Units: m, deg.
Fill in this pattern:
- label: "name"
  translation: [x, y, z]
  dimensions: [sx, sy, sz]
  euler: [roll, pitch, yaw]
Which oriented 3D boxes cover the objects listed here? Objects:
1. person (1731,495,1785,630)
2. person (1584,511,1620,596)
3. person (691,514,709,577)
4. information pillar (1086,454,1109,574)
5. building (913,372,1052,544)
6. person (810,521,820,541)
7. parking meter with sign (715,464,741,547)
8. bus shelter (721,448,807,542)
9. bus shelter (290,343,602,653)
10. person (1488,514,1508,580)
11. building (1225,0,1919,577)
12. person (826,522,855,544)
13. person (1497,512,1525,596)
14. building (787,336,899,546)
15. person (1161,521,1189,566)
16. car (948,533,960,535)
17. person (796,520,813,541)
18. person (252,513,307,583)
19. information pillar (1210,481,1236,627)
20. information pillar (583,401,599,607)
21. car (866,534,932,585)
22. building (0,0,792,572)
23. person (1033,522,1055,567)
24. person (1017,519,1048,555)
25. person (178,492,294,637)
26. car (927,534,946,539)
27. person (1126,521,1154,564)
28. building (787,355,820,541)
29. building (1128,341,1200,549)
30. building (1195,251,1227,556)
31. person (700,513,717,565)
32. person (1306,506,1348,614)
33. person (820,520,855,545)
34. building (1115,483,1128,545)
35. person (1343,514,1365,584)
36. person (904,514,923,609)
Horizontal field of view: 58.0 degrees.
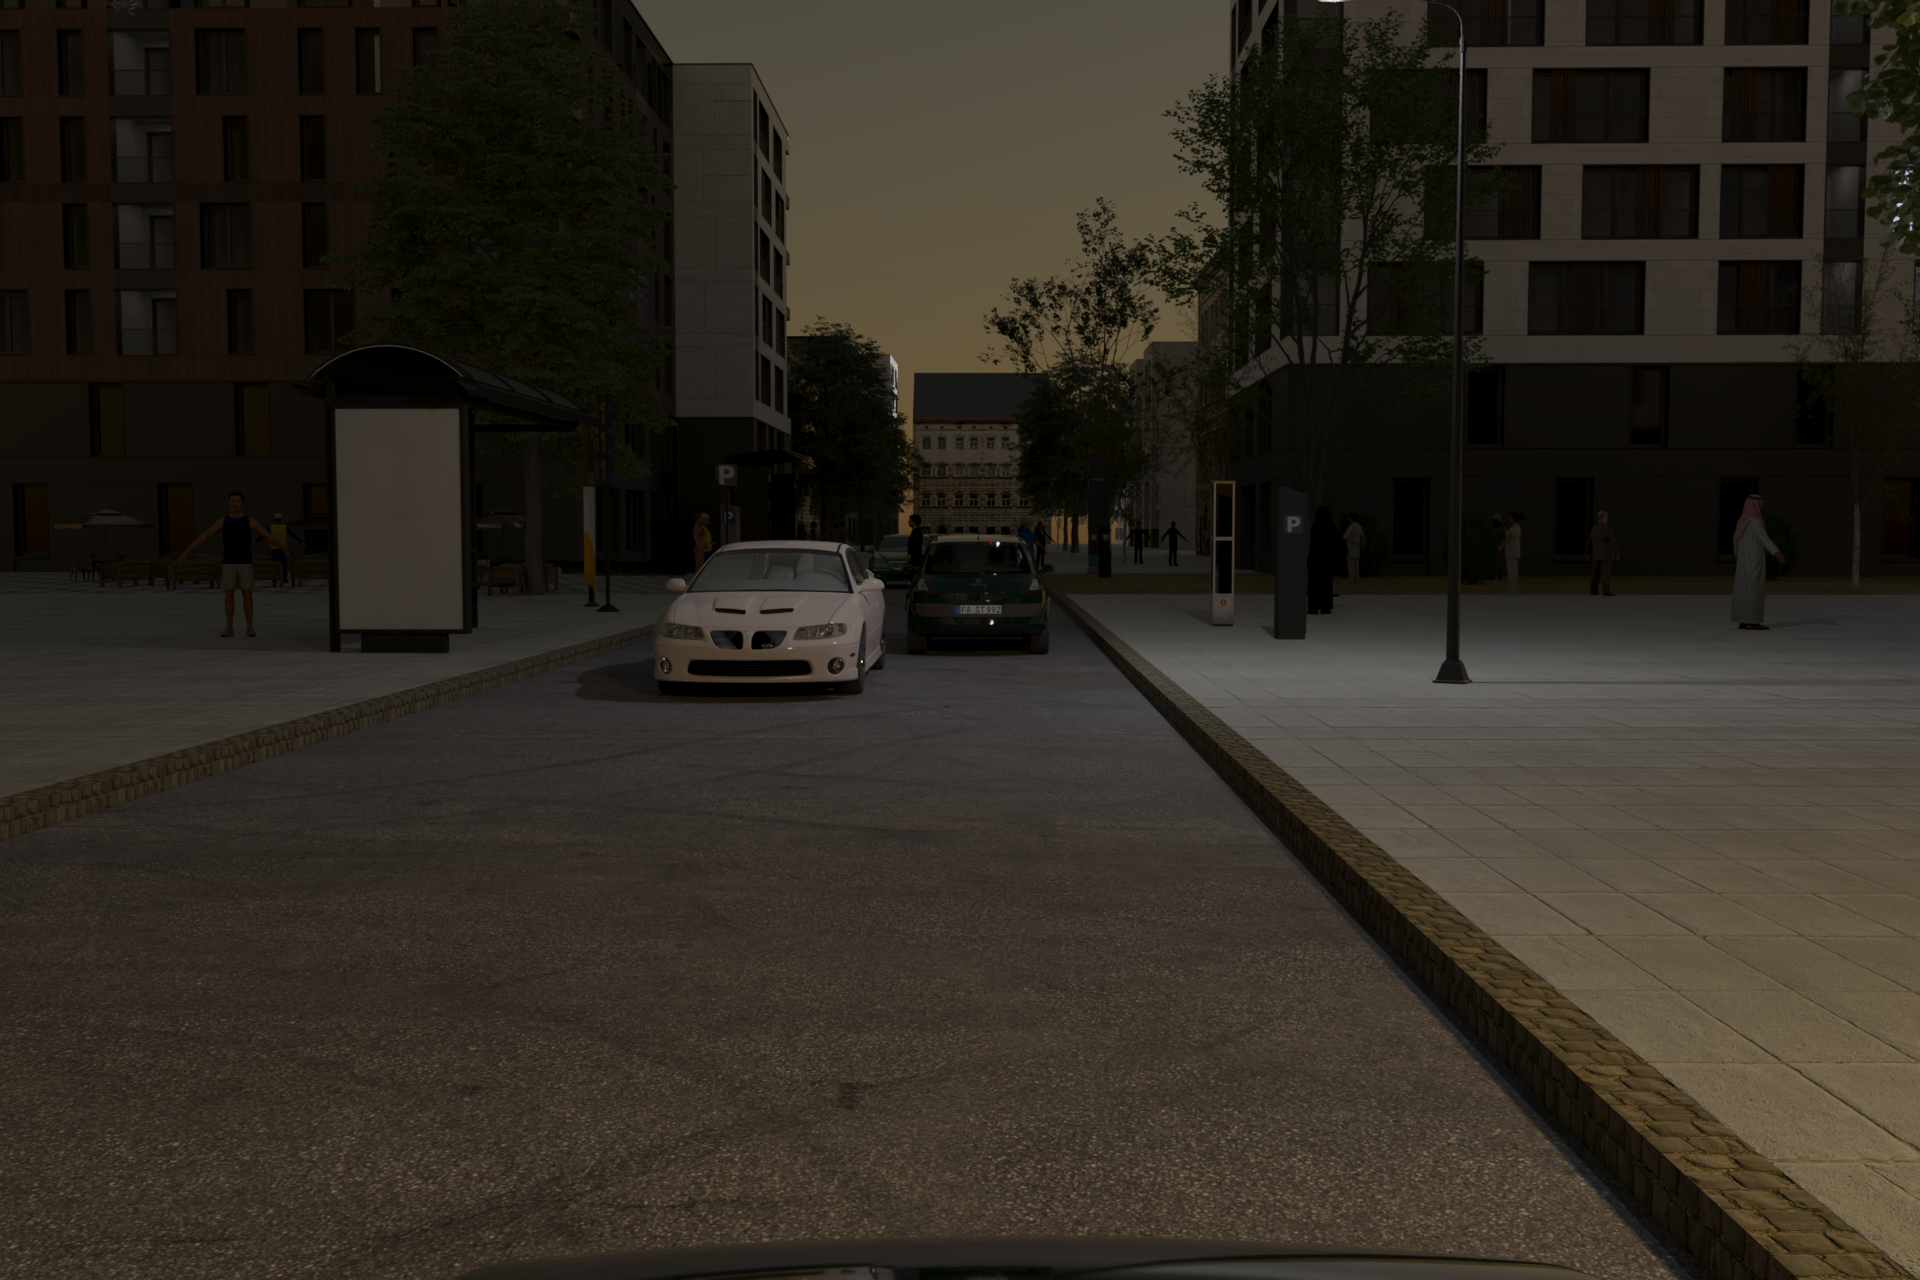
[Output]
- label: "person"
  translation: [10.686, -1.050, 23.307]
  dimensions: [0.704, 1.811, 1.347]
  euler: [0, 4, 1]
- label: "person"
  translation: [13.396, -1.803, 36.072]
  dimensions: [0.434, 1.755, 0.990]
  euler: [-1, 4, -18]
- label: "person"
  translation: [-5.722, -1.938, 38.483]
  dimensions: [0.721, 1.733, 1.217]
  euler: [0, 4, 0]
- label: "information pillar"
  translation: [4.516, -4.107, 56.533]
  dimensions: [0.750, 3.857, 0.750]
  euler: [0, 4, 0]
- label: "building"
  translation: [2.861, -24.522, 234.314]
  dimensions: [18.063, 23.208, 19.493]
  euler: [0, 4, 0]
- label: "person"
  translation: [-6.186, -4.142, 73.858]
  dimensions: [0.704, 1.843, 1.345]
  euler: [1, 4, 13]
- label: "parking meter with sign"
  translation: [-5.819, -2.926, 44.106]
  dimensions: [0.543, 3.016, 1.738]
  euler: [0, 3, 0]
- label: "bus shelter"
  translation: [-5.645, -3.627, 50.577]
  dimensions: [1.731, 3.624, 6.357]
  euler: [0, 4, 1]
- label: "bus shelter"
  translation: [-5.996, -1.663, 21.114]
  dimensions: [2.014, 3.302, 5.546]
  euler: [0, 4, 2]
- label: "person"
  translation: [15.074, -2.625, 48.689]
  dimensions: [1.354, 1.858, 0.705]
  euler: [3, 5, 39]
- label: "building"
  translation: [24.114, -13.686, 67.741]
  dimensions: [27.936, 21.610, 32.646]
  euler: [0, 4, 1]
- label: "person"
  translation: [-4.954, -4.042, 72.360]
  dimensions: [1.348, 1.796, 0.705]
  euler: [-2, 4, -29]
- label: "person"
  translation: [11.430, -1.790, 36.042]
  dimensions: [0.721, 1.739, 1.217]
  euler: [2, 4, 35]
- label: "building"
  translation: [-21.854, -21.476, 195.112]
  dimensions: [27.936, 21.610, 32.646]
  euler: [0, 4, 2]
- label: "person"
  translation: [8.664, -3.915, 70.241]
  dimensions: [1.346, 1.802, 0.704]
  euler: [3, 5, 42]
- label: "car"
  translation: [-0.312, -7.608, 133.437]
  dimensions: [2.155, 1.783, 4.494]
  euler: [0, 4, 1]
- label: "person"
  translation: [-6.507, -3.994, 71.079]
  dimensions: [1.354, 1.856, 0.705]
  euler: [3, 5, 43]
- label: "person"
  translation: [-17.794, -2.404, 45.268]
  dimensions: [1.349, 1.833, 0.705]
  euler: [-1, 4, -20]
- label: "information pillar"
  translation: [3.648, -1.198, 24.074]
  dimensions: [0.304, 2.012, 0.304]
  euler: [0, 4, 1]
- label: "information pillar"
  translation: [-6.514, -2.390, 30.438]
  dimensions: [0.183, 3.616, 0.504]
  euler: [0, 4, 2]
- label: "car"
  translation: [-1.445, -2.162, 47.148]
  dimensions: [2.131, 1.459, 4.920]
  euler: [0, 4, 1]
- label: "building"
  translation: [-22.984, -14.046, 73.628]
  dimensions: [27.936, 21.610, 32.646]
  euler: [0, 4, 1]
- label: "person"
  translation: [3.020, -3.485, 63.693]
  dimensions: [1.216, 1.740, 0.721]
  euler: [-3, 5, -39]
- label: "person"
  translation: [1.698, -2.135, 43.494]
  dimensions: [0.704, 1.817, 1.347]
  euler: [3, 5, 42]
- label: "person"
  translation: [-9.029, -0.947, 21.644]
  dimensions: [1.345, 1.807, 0.704]
  euler: [-1, 4, -16]
- label: "car"
  translation: [-1.191, -4.717, 86.905]
  dimensions: [2.009, 1.686, 4.222]
  euler: [0, 4, 1]
- label: "person"
  translation: [7.714, -4.206, 74.696]
  dimensions: [1.347, 1.837, 0.705]
  euler: [-1, 4, -14]
- label: "building"
  translation: [-23.480, -20.304, 162.892]
  dimensions: [19.493, 23.208, 18.063]
  euler: [0, 4, 1]
- label: "building"
  translation: [26.057, -18.409, 167.437]
  dimensions: [16.747, 18.905, 31.486]
  euler: [0, 4, 1]
- label: "building"
  translation: [23.472, -16.170, 95.300]
  dimensions: [19.493, 23.208, 18.063]
  euler: [0, 4, 1]
- label: "person"
  translation: [-5.902, -2.089, 40.627]
  dimensions: [0.721, 1.772, 1.216]
  euler: [0, 4, 6]
- label: "person"
  translation: [5.744, -1.284, 27.788]
  dimensions: [1.214, 1.737, 0.721]
  euler: [-2, 4, -27]
- label: "person"
  translation: [-4.533, -3.518, 63.644]
  dimensions: [1.348, 1.813, 0.705]
  euler: [0, 4, 2]
- label: "building"
  translation: [24.258, -16.370, 209.794]
  dimensions: [9.099, 9.664, 28.070]
  euler: [0, 4, 1]
- label: "person"
  translation: [10.092, -2.348, 44.568]
  dimensions: [0.705, 1.806, 1.347]
  euler: [3, 5, 45]
- label: "person"
  translation: [-0.887, -1.488, 32.967]
  dimensions: [0.705, 1.806, 1.347]
  euler: [0, 4, 2]
